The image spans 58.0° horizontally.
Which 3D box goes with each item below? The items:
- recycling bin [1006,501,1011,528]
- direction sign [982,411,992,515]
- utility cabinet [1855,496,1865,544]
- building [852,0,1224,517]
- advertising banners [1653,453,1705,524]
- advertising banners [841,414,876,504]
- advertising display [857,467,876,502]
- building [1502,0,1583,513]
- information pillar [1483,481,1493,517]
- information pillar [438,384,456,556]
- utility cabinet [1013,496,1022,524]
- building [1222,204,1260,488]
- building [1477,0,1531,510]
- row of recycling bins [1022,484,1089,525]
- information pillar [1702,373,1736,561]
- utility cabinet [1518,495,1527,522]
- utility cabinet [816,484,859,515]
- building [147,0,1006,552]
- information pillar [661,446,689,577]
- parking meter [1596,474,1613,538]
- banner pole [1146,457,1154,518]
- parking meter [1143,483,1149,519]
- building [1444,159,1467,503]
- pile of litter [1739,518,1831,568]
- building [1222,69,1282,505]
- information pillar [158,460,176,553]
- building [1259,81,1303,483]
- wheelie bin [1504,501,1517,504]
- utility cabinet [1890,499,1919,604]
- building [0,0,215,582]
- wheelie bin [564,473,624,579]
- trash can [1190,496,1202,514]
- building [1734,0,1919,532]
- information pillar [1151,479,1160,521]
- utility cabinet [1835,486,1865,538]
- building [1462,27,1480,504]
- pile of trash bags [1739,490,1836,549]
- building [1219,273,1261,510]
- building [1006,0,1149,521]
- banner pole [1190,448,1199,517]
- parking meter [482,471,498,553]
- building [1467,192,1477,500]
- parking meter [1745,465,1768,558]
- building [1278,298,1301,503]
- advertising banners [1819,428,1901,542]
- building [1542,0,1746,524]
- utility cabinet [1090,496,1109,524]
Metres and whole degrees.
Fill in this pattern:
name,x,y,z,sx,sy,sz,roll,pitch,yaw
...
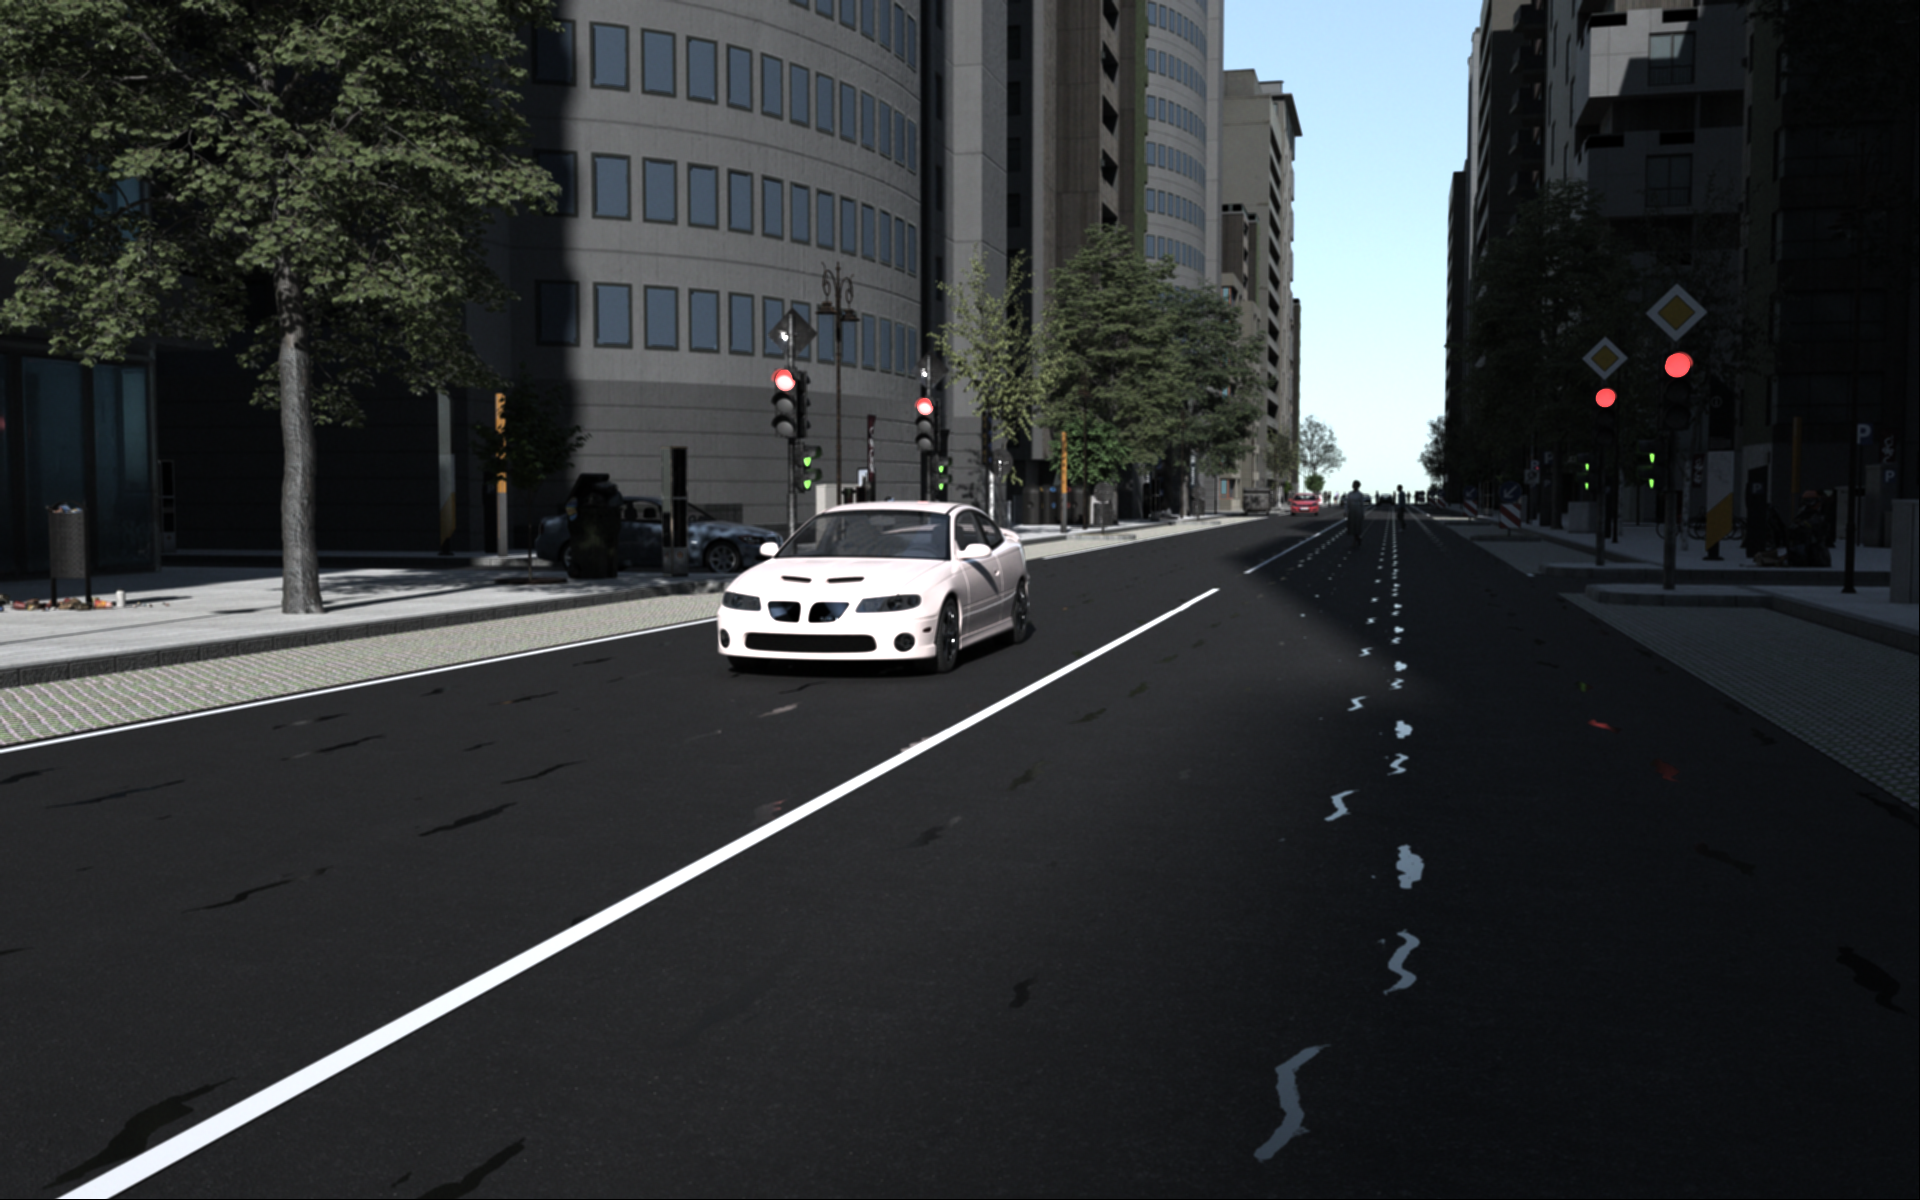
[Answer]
name,x,y,z,sx,sy,sz,roll,pitch,yaw
recycling bin,1.447,-3.214,65.099,0.722,1.027,0.722,-2,4,-32
direction sign,0.736,-3.410,47.752,0.379,3.537,0.876,1,4,17
utility cabinet,23.553,-2.061,44.860,1.020,1.237,0.306,-2,4,-28
building,6.858,-35.568,123.533,21.231,58.520,28.212,1,4,14
advertising banners,31.072,-4.809,74.809,2.074,3.025,0.090,0,4,7
advertising banners,-2.167,-2.532,37.584,0.090,3.025,2.074,1,4,17
advertising display,-2.267,-2.246,41.937,0.123,1.923,0.974,-1,4,-23
building,50.623,-28.603,122.276,22.147,44.769,28.867,1,4,14
information pillar,30.458,-5.849,100.130,0.304,2.012,0.304,2,4,29
information pillar,-10.675,-2.731,36.002,0.504,3.616,0.183,3,5,43
utility cabinet,2.837,-3.928,75.383,1.020,1.237,0.306,-1,4,-20
building,22.149,-24.515,172.528,14.160,30.474,14.107,1,4,14
building,55.441,-32.015,147.152,21.300,48.544,21.600,1,4,14
row of recycling bins,3.984,-4.017,72.784,3.534,1.692,1.069,-3,5,-42
information pillar,14.661,-2.572,33.413,0.183,3.616,0.504,-3,5,-41
utility cabinet,25.548,-4.126,78.623,0.306,1.237,1.020,1,4,10
utility cabinet,-2.707,-1.811,38.287,0.318,1.500,1.173,2,4,35
building,-11.852,-31.151,51.319,21.231,58.520,28.212,1,4,14
information pillar,-4.434,-1.373,26.935,0.304,2.012,0.304,-3,5,-40
parking meter,18.747,-2.731,50.371,0.399,1.863,0.255,-2,4,-23
banner pole,10.272,-6.335,93.586,0.863,3.779,0.401,-3,4,-36
parking meter,9.620,-5.126,89.523,0.255,1.863,0.399,-1,4,-9
building,79.915,-37.950,244.186,21.300,48.544,21.600,1,4,14
pile of litter,14.608,-1.018,30.610,1.719,0.858,1.176,0,4,3
building,26.199,-35.473,203.687,21.300,48.544,21.600,1,4,14
information pillar,-17.215,-2.020,37.524,0.304,2.012,0.304,3,5,43
building,29.683,-39.087,228.313,28.713,52.752,27.495,1,4,14
wheelie bin,32.813,-5.824,103.134,0.980,1.594,0.693,-3,5,-44
utility cabinet,11.505,-0.575,20.560,1.020,1.237,0.306,-2,4,-27
building,-27.777,-24.536,20.772,30.456,49.044,23.786,1,4,14
wheelie bin,-5.544,-1.132,26.420,0.693,1.594,0.980,2,4,30
trash can,14.442,-5.758,105.797,0.748,1.137,0.748,0,3,0
building,33.657,-17.504,57.886,14.160,30.474,14.107,1,4,14
information pillar,9.231,-4.734,81.900,0.304,2.012,0.304,3,5,45
utility cabinet,25.249,-2.478,49.198,0.318,1.500,1.173,0,4,0
building,74.660,-41.382,218.586,21.231,58.520,28.212,1,4,14
pile of trash bags,20.186,-1.963,41.850,1.912,1.369,3.447,3,5,39
building,11.411,-18.830,152.904,27.650,21.520,28.899,1,4,14
building,1.434,-19.261,86.620,14.160,30.474,14.107,1,4,14
banner pole,12.923,-6.444,95.370,0.401,3.779,0.863,-2,4,-31
parking meter,-10.137,-1.951,37.610,0.399,1.863,0.255,1,4,9
building,56.143,-24.110,165.895,14.160,30.474,14.107,1,4,14
parking meter,15.994,-1.779,34.805,0.399,1.863,0.255,2,4,26
building,41.102,-29.104,247.549,14.160,30.474,14.107,1,4,14
advertising banners,23.785,-3.041,45.911,2.074,3.025,0.090,0,4,8
building,44.157,-30.342,85.334,28.713,52.752,27.495,1,4,14
utility cabinet,6.008,-3.935,75.500,1.020,1.237,0.306,-2,4,-32
